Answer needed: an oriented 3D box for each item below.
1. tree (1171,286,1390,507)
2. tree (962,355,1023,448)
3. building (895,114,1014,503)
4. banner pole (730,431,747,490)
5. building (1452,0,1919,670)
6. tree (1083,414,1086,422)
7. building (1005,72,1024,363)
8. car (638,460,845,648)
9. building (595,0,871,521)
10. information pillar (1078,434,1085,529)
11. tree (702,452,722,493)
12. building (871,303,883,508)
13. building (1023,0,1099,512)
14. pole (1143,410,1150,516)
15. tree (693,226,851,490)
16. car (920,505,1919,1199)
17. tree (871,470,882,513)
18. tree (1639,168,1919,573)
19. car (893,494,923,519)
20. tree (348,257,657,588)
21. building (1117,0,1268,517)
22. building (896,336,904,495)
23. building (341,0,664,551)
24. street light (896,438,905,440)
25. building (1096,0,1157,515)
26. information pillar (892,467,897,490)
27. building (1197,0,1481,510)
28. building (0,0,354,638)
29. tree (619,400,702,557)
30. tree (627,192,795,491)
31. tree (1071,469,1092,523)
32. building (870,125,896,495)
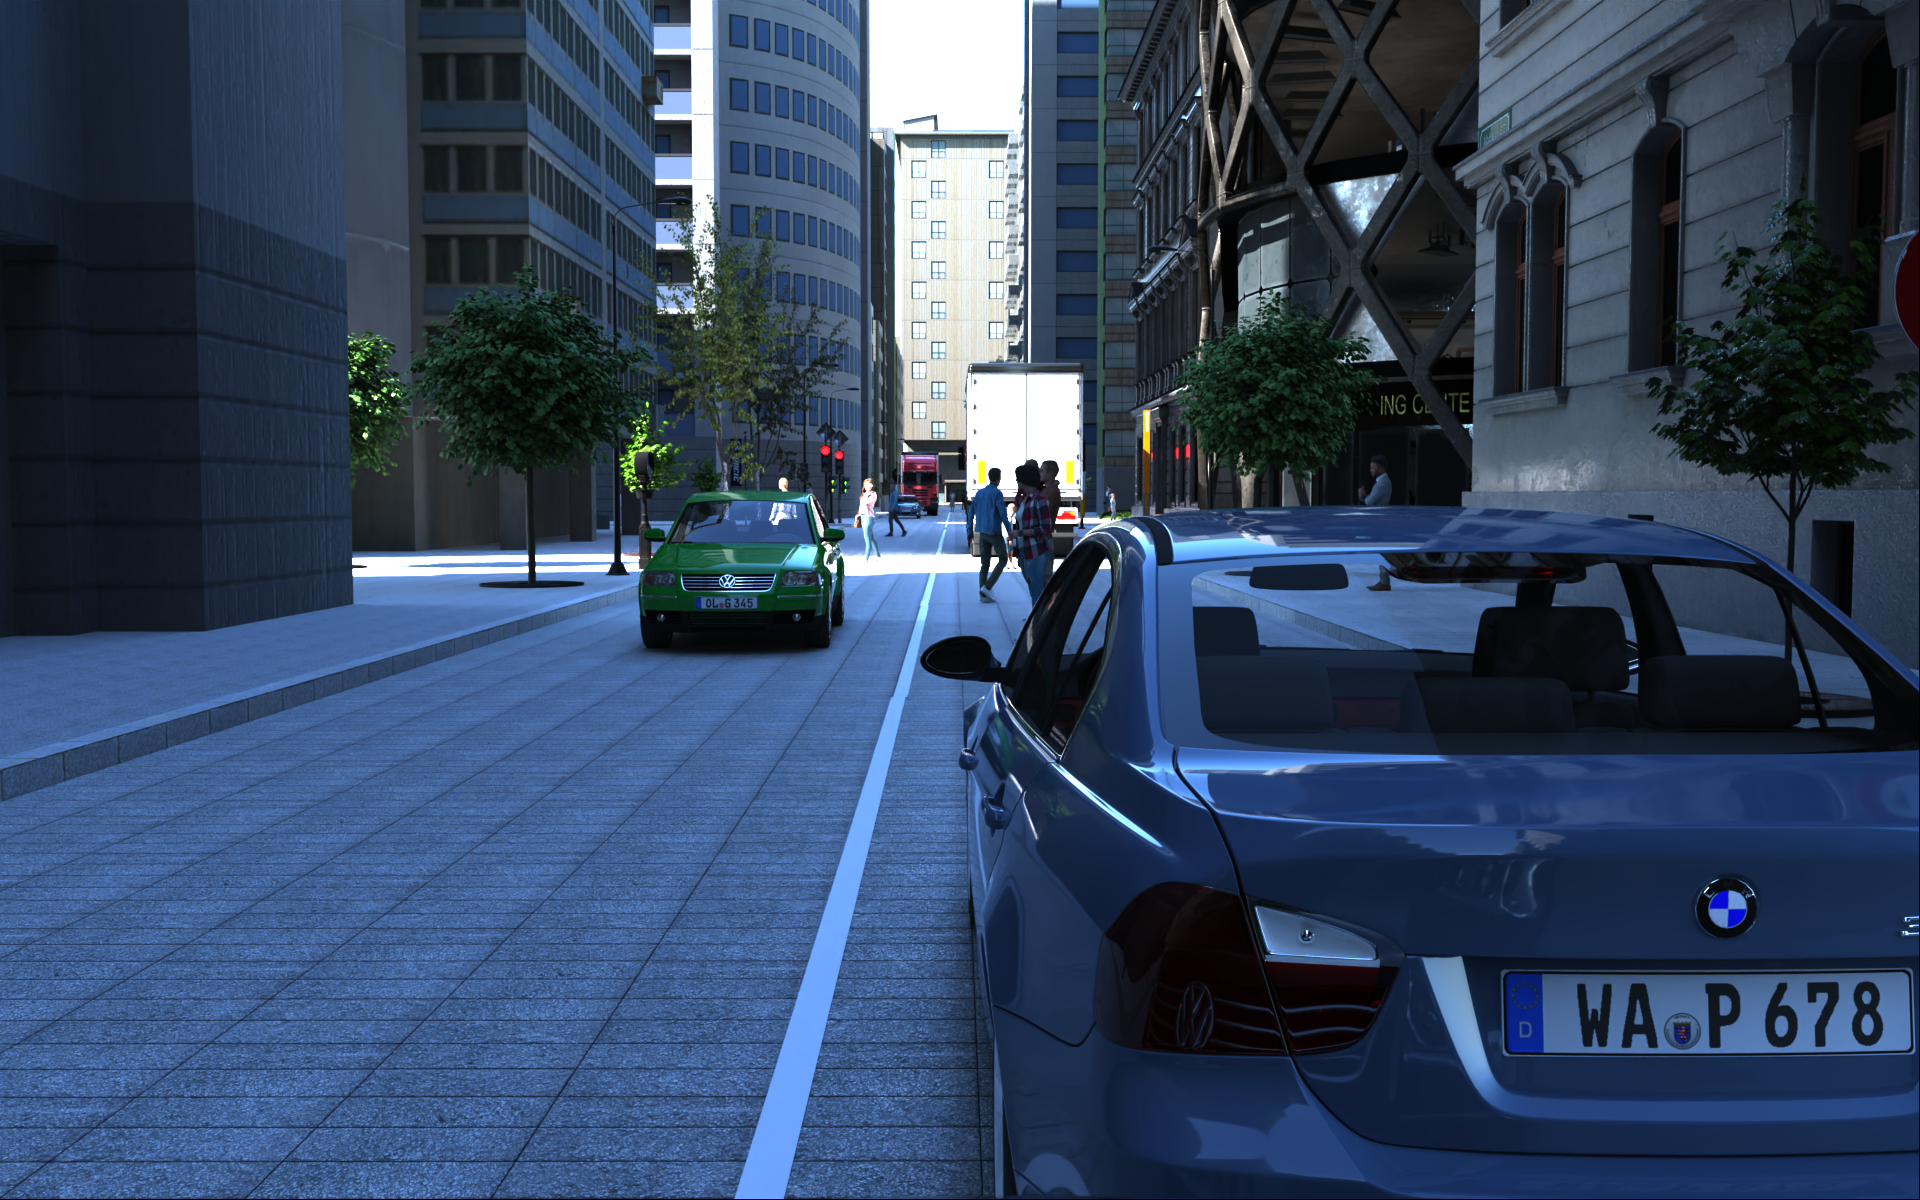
[{"bbox_3d":[5.027,-2.675,27.445,4.285,4.588,4.351,0,3,0],"label":"tree"},{"bbox_3d":[4.802,-15.338,157.432,9.857,13.997,8.962,0,3,0],"label":"tree"},{"bbox_3d":[4.889,-40.326,248.571,27.495,52.752,28.713,0,4,0],"label":"building"},{"bbox_3d":[-8.711,-4.806,68.602,0.863,3.779,0.401,1,4,9],"label":"banner pole"},{"bbox_3d":[13.193,-13.743,12.089,14.401,28.519,23.554,0,4,0],"label":"building"},{"bbox_3d":[5.031,-9.333,102.950,4.737,8.622,4.395,0,3,0],"label":"tree"},{"bbox_3d":[16.728,-36.093,209.726,23.786,49.044,30.456,0,4,0],"label":"building"},{"bbox_3d":[-2.120,-0.536,17.553,1.959,1.807,4.718,0,4,-2],"label":"car"},{"bbox_3d":[-16.073,-33.781,94.320,21.231,58.520,28.212,0,4,0],"label":"building"},{"bbox_3d":[4.514,-4.427,63.738,0.183,3.616,0.504,-1,4,-9],"label":"information pillar"},{"bbox_3d":[-11.576,-5.214,79.853,1.663,3.219,1.824,0,3,0],"label":"tree"},{"bbox_3d":[-21.850,-19.663,166.522,27.650,21.520,28.899,0,4,0],"label":"building"},{"bbox_3d":[15.425,-36.212,134.073,21.231,58.520,28.212,0,4,0],"label":"building"},{"bbox_3d":[4.544,-2.958,42.208,0.158,3.312,0.155,0,3,0],"label":"pole"},{"bbox_3d":[-5.445,-5.977,48.080,4.360,8.622,3.978,0,3,0],"label":"tree"},{"bbox_3d":[0.904,0.472,4.285,2.014,1.417,4.499,0,4,-1],"label":"car"},{"bbox_3d":[-6.077,-7.475,116.813,1.663,3.219,1.824,0,3,0],"label":"tree"},{"bbox_3d":[5.102,-0.963,10.352,1.663,3.219,1.824,0,3,0],"label":"tree"},{"bbox_3d":[-3.215,-5.552,102.782,2.014,1.417,4.499,0,4,-2],"label":"car"},{"bbox_3d":[-6.087,-2.479,24.251,4.285,4.588,4.351,0,3,0],"label":"tree"},{"bbox_3d":[11.257,-11.722,56.284,10.561,19.102,19.286,0,4,0],"label":"building"},{"bbox_3d":[-21.731,-22.488,212.724,28.899,21.520,27.650,0,4,0],"label":"building"},{"bbox_3d":[-21.126,-21.754,47.564,23.993,40.220,32.217,0,4,0],"label":"building"},{"bbox_3d":[-5.317,-10.523,144.585,1.470,5.913,1.316,0,4,0],"label":"street light"},{"bbox_3d":[15.289,-25.805,105.506,14.154,41.232,14.086,0,4,0],"label":"building"},{"bbox_3d":[-5.609,-9.679,149.605,0.504,3.616,0.183,-2,4,-35],"label":"information pillar"},{"bbox_3d":[13.615,-10.449,38.286,16.820,18.784,16.811,0,4,0],"label":"building"},{"bbox_3d":[-17.510,-28.280,4.376,21.231,58.520,28.212,0,4,0],"label":"building"},{"bbox_3d":[-6.496,-2.519,35.787,1.663,3.219,1.824,0,3,0],"label":"tree"},{"bbox_3d":[-5.839,-5.595,41.848,4.737,8.622,4.395,0,3,0],"label":"tree"},{"bbox_3d":[4.897,-5.083,77.715,1.663,3.219,1.824,0,3,0],"label":"tree"},{"bbox_3d":[-14.198,-30.814,187.395,14.154,41.232,14.086,0,4,0],"label":"building"}]
